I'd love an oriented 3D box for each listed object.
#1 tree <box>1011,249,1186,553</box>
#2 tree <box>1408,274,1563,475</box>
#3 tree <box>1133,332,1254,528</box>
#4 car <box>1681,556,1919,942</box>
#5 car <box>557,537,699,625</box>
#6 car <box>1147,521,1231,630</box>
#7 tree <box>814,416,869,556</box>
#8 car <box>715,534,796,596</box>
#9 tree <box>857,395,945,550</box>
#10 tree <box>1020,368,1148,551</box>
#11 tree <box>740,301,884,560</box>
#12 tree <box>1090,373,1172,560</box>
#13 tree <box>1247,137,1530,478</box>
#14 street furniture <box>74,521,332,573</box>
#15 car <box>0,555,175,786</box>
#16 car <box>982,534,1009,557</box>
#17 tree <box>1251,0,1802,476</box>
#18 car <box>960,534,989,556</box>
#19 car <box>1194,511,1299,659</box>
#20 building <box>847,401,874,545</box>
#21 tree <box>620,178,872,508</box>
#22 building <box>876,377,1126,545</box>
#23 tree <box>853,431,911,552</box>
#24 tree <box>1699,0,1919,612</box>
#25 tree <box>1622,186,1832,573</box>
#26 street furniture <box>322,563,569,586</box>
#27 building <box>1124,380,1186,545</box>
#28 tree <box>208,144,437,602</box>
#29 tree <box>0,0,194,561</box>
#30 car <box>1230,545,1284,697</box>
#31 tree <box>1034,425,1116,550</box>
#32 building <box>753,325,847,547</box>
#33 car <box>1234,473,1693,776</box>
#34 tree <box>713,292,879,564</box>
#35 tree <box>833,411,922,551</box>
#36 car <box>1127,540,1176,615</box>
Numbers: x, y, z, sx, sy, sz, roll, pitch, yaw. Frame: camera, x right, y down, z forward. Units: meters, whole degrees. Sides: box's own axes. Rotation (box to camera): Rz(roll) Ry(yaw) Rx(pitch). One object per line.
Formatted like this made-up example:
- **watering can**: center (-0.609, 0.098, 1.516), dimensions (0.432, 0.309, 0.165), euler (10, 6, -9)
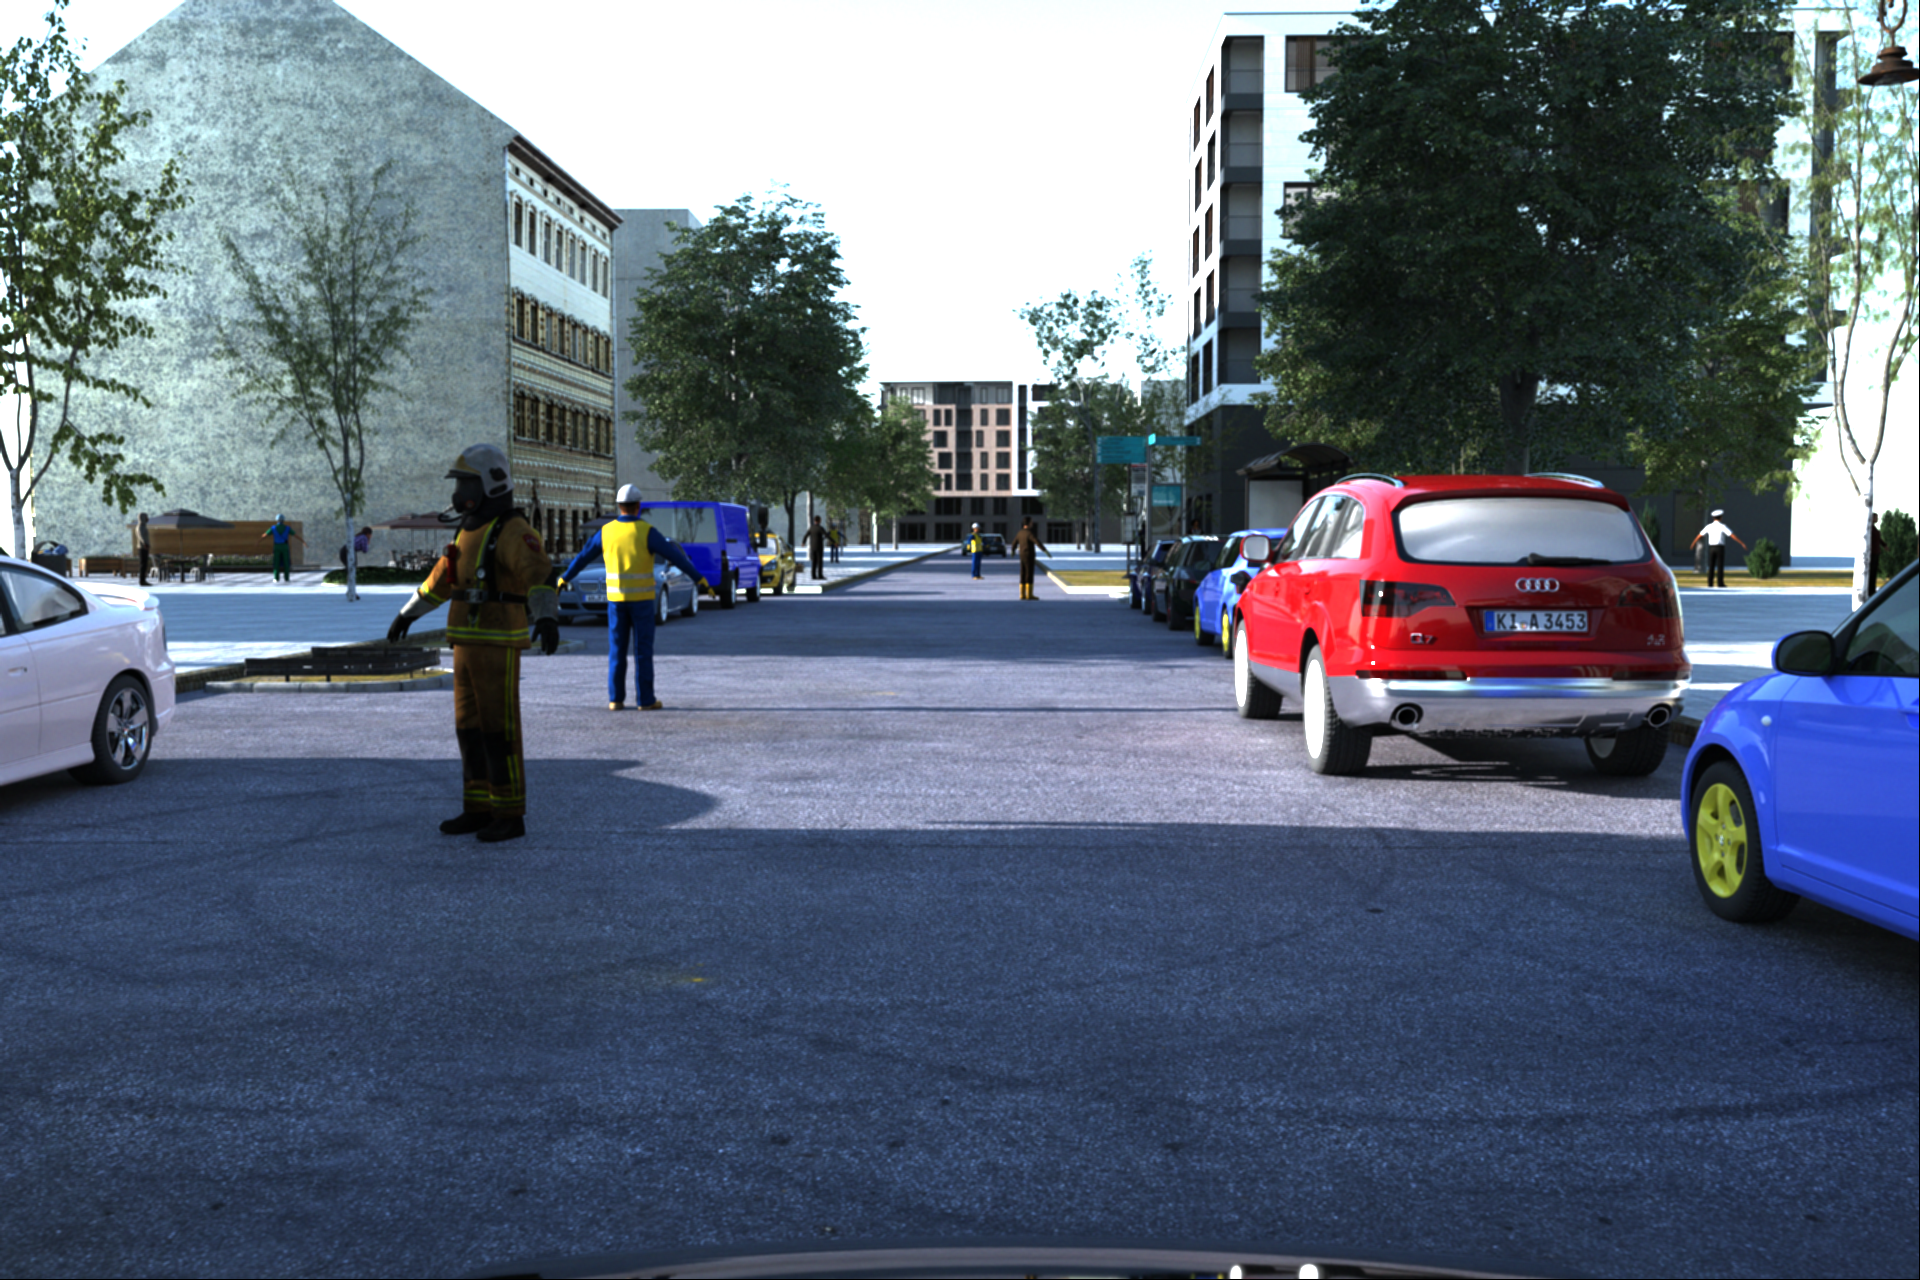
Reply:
- **tree**: center (10.043, -15.905, 115.940), dimensions (12.611, 20.169, 13.585), euler (0, 3, 0)
- **tree**: center (13.205, -5.850, 46.016), dimensions (4.360, 8.622, 3.978), euler (0, 3, 0)
- **tree**: center (7.954, -6.907, 63.293), dimensions (4.360, 8.622, 3.978), euler (0, 3, 0)
- **car**: center (3.649, 0.261, 5.319), dimensions (1.945, 1.707, 3.694), euler (0, 3, 0)
- **car**: center (-5.473, -1.024, 28.741), dimensions (2.014, 1.417, 4.499), euler (0, 4, 1)
- **car**: center (3.981, -1.062, 27.152), dimensions (2.009, 1.686, 4.222), euler (0, 4, 1)
- **tree**: center (-6.771, -9.252, 101.625), dimensions (4.360, 8.622, 3.978), euler (0, 3, 0)
- **car**: center (-4.957, -1.917, 41.571), dimensions (2.015, 1.641, 3.980), euler (0, 4, 1)
- **tree**: center (-5.026, -13.616, 140.755), dimensions (7.486, 12.596, 7.792), euler (0, 3, 0)
- **tree**: center (9.705, -13.748, 131.436), dimensions (9.857, 13.997, 8.962), euler (0, 3, 0)
- **tree**: center (-7.718, -10.171, 84.415), dimensions (7.486, 12.596, 7.792), euler (0, 3, 0)
- **tree**: center (8.020, -7.839, 78.524), dimensions (4.737, 8.622, 4.395), euler (0, 3, 0)
- **tree**: center (13.212, -8.991, 53.664), dimensions (9.857, 13.997, 8.962), euler (0, 3, 0)
- **street furniture**: center (-26.827, -3.209, 59.326), dimensions (9.812, 1.723, 11.010), euler (-1, 4, -9)
- **car**: center (-5.734, 0.227, 8.654), dimensions (2.083, 1.381, 4.827), euler (0, 4, 1)
- **car**: center (2.017, -5.970, 107.403), dimensions (2.009, 1.686, 4.222), euler (0, 4, 1)
- **tree**: center (9.957, -7.615, 31.154), dimensions (9.857, 13.997, 8.962), euler (0, 3, 0)
- **car**: center (1.076, -6.326, 115.220), dimensions (2.131, 1.459, 4.920), euler (0, 4, 2)
- **car**: center (3.877, -0.709, 21.187), dimensions (1.945, 1.707, 3.694), euler (0, 3, 0)
- **building**: center (-20.518, -22.988, 206.790), dimensions (19.493, 23.208, 18.063), euler (0, 4, 2)
- **tree**: center (-8.136, -9.581, 63.306), dimensions (9.857, 13.997, 8.962), euler (0, 3, 0)
- **building**: center (6.262, -24.004, 238.898), dimensions (32.646, 21.610, 27.936), euler (0, 4, 6)
- **tree**: center (-5.866, -10.439, 121.040), dimensions (4.737, 8.622, 4.395), euler (0, 3, 0)
- **tree**: center (9.469, -4.154, 18.279), dimensions (4.360, 8.622, 3.978), euler (0, 3, 0)
- **tree**: center (24.834, -8.497, 57.053), dimensions (7.486, 12.596, 7.792), euler (0, 3, 0)
- **street furniture**: center (-11.507, -1.877, 46.314), dimensions (10.072, 0.657, 5.734), euler (-1, 4, -9)
- **building**: center (29.141, -20.807, 206.649), dimensions (16.747, 18.905, 31.486), euler (0, 4, 1)
- **tree**: center (-11.337, -5.036, 32.700), dimensions (4.360, 8.622, 3.978), euler (0, 3, 0)
- **tree**: center (-11.220, -4.289, 20.486), dimensions (4.737, 8.622, 4.395), euler (0, 3, 0)
- **car**: center (3.662, -0.418, 16.626), dimensions (2.009, 1.686, 4.222), euler (0, 4, 2)
- **tree**: center (9.560, -12.806, 143.791), dimensions (7.601, 10.594, 8.767), euler (1, 4, 14)
- **building**: center (-21.678, -21.064, 175.319), dimensions (19.493, 23.208, 18.063), euler (0, 4, 2)
- **car**: center (3.148, -0.193, 11.826), dimensions (2.281, 1.827, 5.304), euler (0, 4, 1)
- **tree**: center (-7.363, -9.108, 74.668), dimensions (9.928, 11.665, 9.643), euler (0, 3, 0)
- **tree**: center (-6.474, -11.957, 129.909), dimensions (7.601, 10.594, 8.767), euler (-3, 5, -41)
- **car**: center (4.126, -1.198, 32.175), dimensions (1.945, 1.354, 3.894), euler (0, 4, 0)
